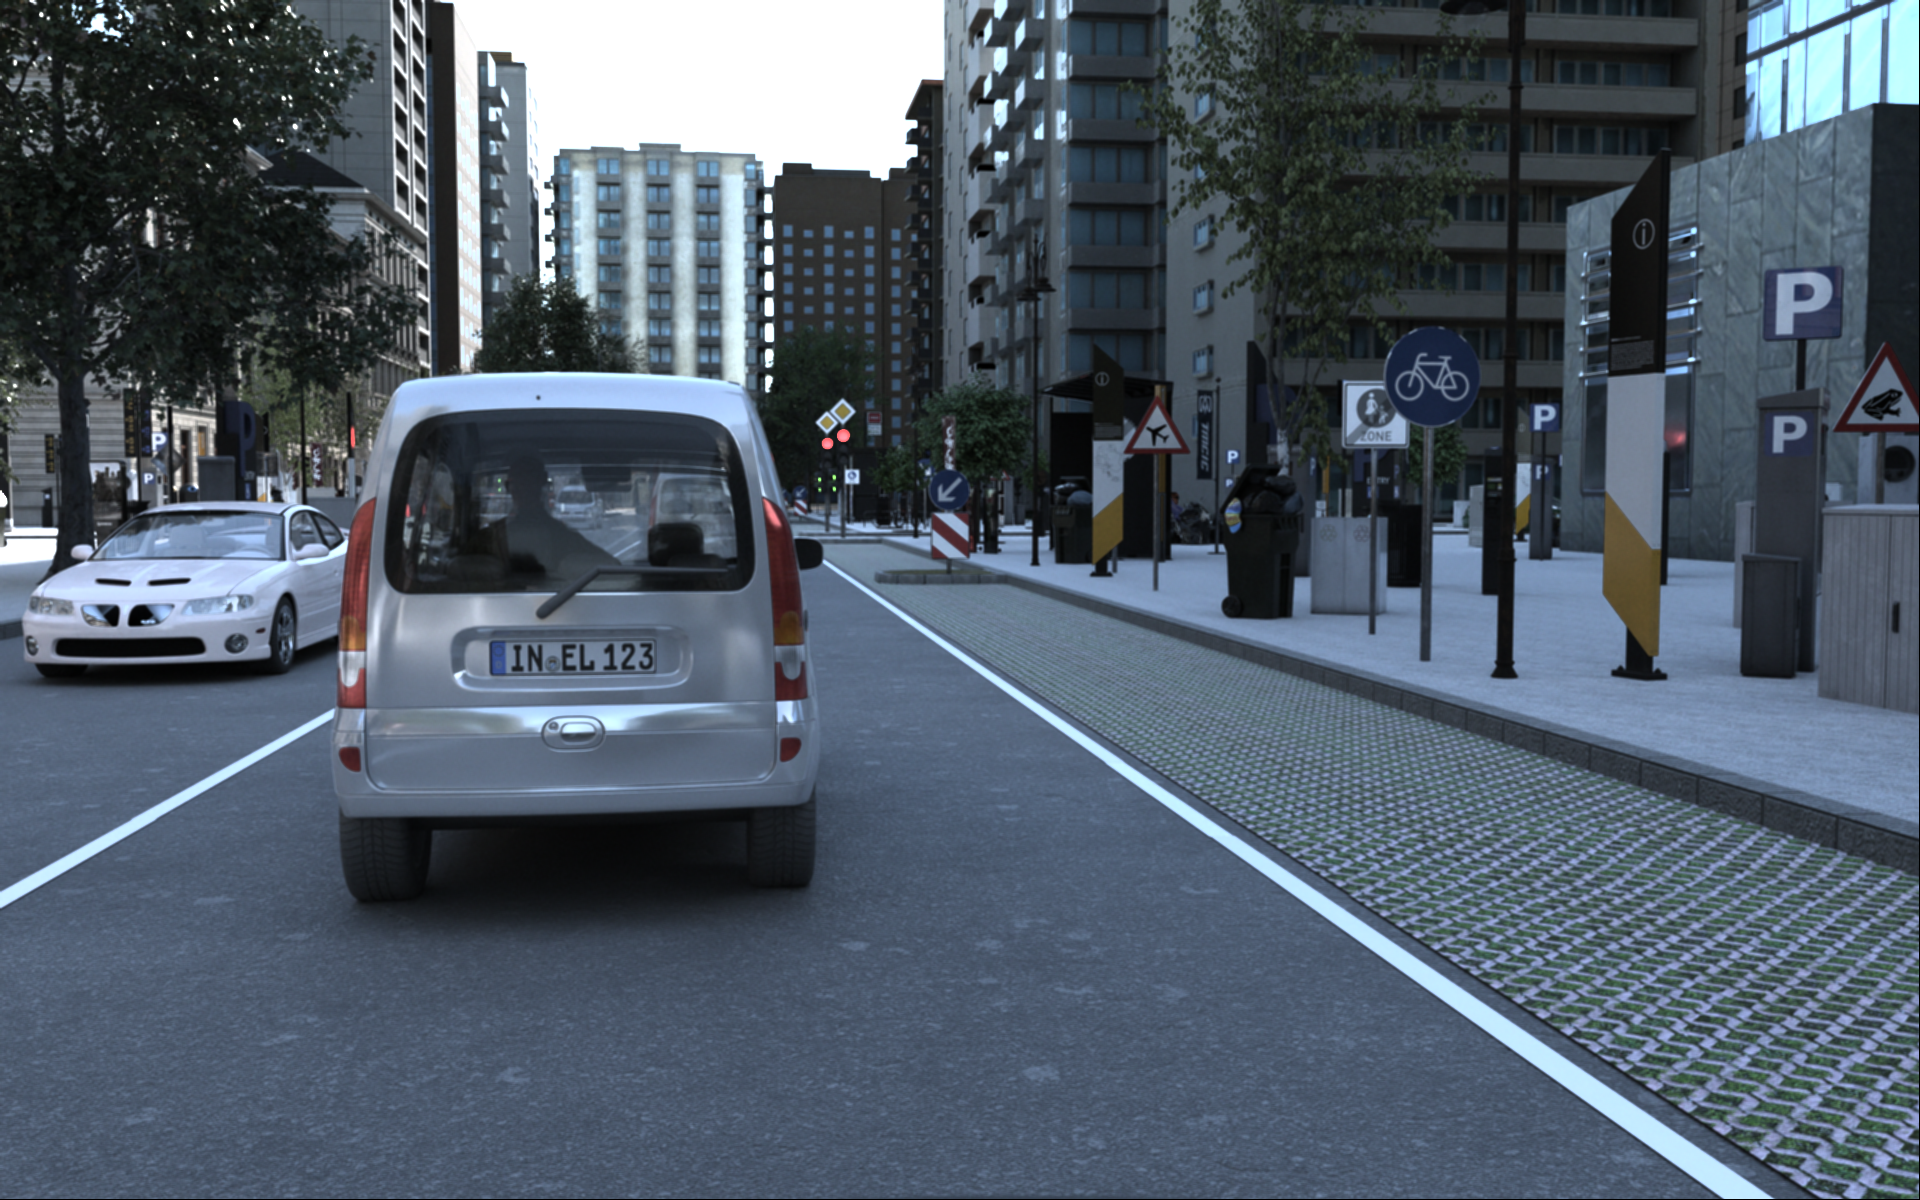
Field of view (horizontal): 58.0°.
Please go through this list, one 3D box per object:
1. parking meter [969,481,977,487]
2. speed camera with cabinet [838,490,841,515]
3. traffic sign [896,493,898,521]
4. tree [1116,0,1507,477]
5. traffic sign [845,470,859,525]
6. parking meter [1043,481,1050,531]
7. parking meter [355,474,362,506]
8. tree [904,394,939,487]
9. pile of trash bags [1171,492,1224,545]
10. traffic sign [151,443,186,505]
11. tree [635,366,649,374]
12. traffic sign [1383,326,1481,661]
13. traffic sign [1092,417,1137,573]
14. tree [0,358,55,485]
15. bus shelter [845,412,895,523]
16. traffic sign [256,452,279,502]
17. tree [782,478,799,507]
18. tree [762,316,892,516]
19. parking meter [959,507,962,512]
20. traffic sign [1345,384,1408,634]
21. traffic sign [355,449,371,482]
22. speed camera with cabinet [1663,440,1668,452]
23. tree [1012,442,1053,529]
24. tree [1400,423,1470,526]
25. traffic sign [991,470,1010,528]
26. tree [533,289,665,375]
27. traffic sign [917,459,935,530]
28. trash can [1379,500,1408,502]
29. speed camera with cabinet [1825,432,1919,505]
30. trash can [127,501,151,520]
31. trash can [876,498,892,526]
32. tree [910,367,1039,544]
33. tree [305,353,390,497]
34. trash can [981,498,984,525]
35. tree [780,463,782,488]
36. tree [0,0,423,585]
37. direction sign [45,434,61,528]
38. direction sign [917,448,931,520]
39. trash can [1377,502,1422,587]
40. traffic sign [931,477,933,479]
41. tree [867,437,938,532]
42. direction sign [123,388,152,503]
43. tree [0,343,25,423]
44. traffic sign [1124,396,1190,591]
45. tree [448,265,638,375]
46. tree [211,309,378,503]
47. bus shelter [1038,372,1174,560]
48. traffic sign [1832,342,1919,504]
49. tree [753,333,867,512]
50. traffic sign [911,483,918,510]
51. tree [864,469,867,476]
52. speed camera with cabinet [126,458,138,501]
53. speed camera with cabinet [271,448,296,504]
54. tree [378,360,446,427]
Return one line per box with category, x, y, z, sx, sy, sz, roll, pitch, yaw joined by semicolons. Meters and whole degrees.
parking meter;0.348;-2.665;49.276;0.399;1.863;0.255;-2;4;-30
speed camera with cabinet;-7.380;-7.006;108.879;0.660;3.252;2.038;0;4;-4
traffic sign;-2.982;-5.014;82.088;0.768;2.556;0.104;0;4;0
tree;4.019;-4.265;20.092;4.737;8.622;4.395;0;3;0
traffic sign;-4.510;-4.302;72.466;0.606;2.300;0.079;0;4;-1
parking meter;3.014;-3.316;59.921;0.399;1.863;0.255;0;4;5
parking meter;-17.177;-2.698;49.825;0.399;1.863;0.255;2;4;24
tree;-2.340;-10.881;128.269;4.737;8.622;4.395;0;3;0
pile of trash bags;6.639;-2.150;44.909;3.447;1.369;1.912;-2;4;-32
traffic sign;-17.996;-2.337;39.402;0.795;2.450;0.064;0;4;-3
tree;-32.390;-16.268;172.634;9.857;13.997;8.962;0;3;0
traffic sign;3.581;-0.804;13.251;0.768;2.556;0.104;0;4;-7
traffic sign;2.524;-1.717;28.175;0.768;2.556;0.104;0;4;-4
tree;-25.484;-5.793;45.073;4.360;8.622;3.978;0;3;0
bus shelter;-4.548;-6.396;82.199;2.179;5.291;8.768;0;4;-8
traffic sign;-16.863;-2.446;42.126;0.606;2.300;0.079;0;4;0
tree;-17.352;-11.187;177.502;1.663;3.219;1.824;0;3;0
tree;-7.906;-10.809;102.478;9.928;11.665;9.643;0;3;0
parking meter;0.105;-3.913;72.388;0.372;1.533;0.369;0;3;0
traffic sign;3.770;-0.835;15.778;0.606;2.300;0.079;0;4;-1
traffic sign;-16.815;-2.982;48.865;0.768;2.556;0.104;0;4;-1
speed camera with cabinet;21.911;-3.622;53.563;0.660;3.252;2.038;2;4;27
tree;3.005;-4.248;64.050;1.663;3.219;1.824;0;3;0
tree;18.862;-5.259;69.699;4.285;4.588;4.351;0;3;0
traffic sign;1.454;-4.022;65.765;0.884;2.594;0.081;0;4;-2
tree;-22.261;-11.800;103.296;12.009;13.543;11.850;0;3;0
traffic sign;-1.270;-3.822;62.594;0.768;2.556;0.104;0;4;-1
trash can;10.891;-1.950;43.541;0.748;1.137;0.748;0;3;0
speed camera with cabinet;13.232;-1.940;26.050;2.038;3.252;0.660;0;4;8
trash can;-17.060;-1.470;35.683;0.748;1.137;0.748;0;3;0
trash can;-3.101;-3.599;70.501;0.748;1.137;0.748;0;3;0
tree;0.393;-3.750;45.026;4.285;4.588;4.351;0;3;0
tree;-29.414;-8.108;82.930;4.360;8.622;3.978;0;3;0
trash can;1.198;-3.539;69.514;0.748;1.137;0.748;0;3;0
tree;-20.470;-15.992;195.876;7.601;10.594;8.767;-1;4;-16
tree;-12.704;-6.581;24.605;9.611;12.733;9.660;0;3;0
direction sign;-34.247;-4.510;65.733;0.876;3.537;0.379;0;4;3
direction sign;-1.821;-5.759;86.153;0.876;3.537;0.379;-3;4;-38
trash can;6.150;-0.754;23.985;0.748;1.137;0.748;0;3;0
traffic sign;-1.170;-5.023;84.263;0.606;2.300;0.079;0;4;-3
tree;-1.841;-3.906;58.468;1.663;3.219;1.824;0;3;0
direction sign;-17.508;-2.749;36.941;0.876;3.537;0.379;2;4;30
tree;-21.403;-5.299;37.005;4.737;8.622;4.395;0;3;0
traffic sign;2.599;-1.403;22.950;0.884;2.594;0.081;0;4;-4
tree;-20.912;-10.391;86.904;9.611;12.733;9.660;0;3;0
tree;-24.395;-6.840;62.196;4.737;8.622;4.395;0;3;0
bus shelter;2.946;-2.769;36.550;1.731;3.624;6.357;0;4;-8
traffic sign;7.912;-0.911;14.899;0.884;2.594;0.081;0;4;-2
tree;-10.746;-12.526;121.813;9.611;12.733;9.660;0;3;0
traffic sign;-2.189;-4.659;78.302;0.606;2.300;0.079;0;4;-2
tree;-2.489;-4.252;64.127;1.663;3.219;1.824;0;3;0
speed camera with cabinet;-33.299;-4.495;67.829;2.038;3.252;0.660;0;4;0
speed camera with cabinet;-27.489;-4.709;71.334;2.038;3.252;0.660;2;4;33
tree;-29.964;-8.850;95.059;4.737;8.622;4.395;0;3;0
